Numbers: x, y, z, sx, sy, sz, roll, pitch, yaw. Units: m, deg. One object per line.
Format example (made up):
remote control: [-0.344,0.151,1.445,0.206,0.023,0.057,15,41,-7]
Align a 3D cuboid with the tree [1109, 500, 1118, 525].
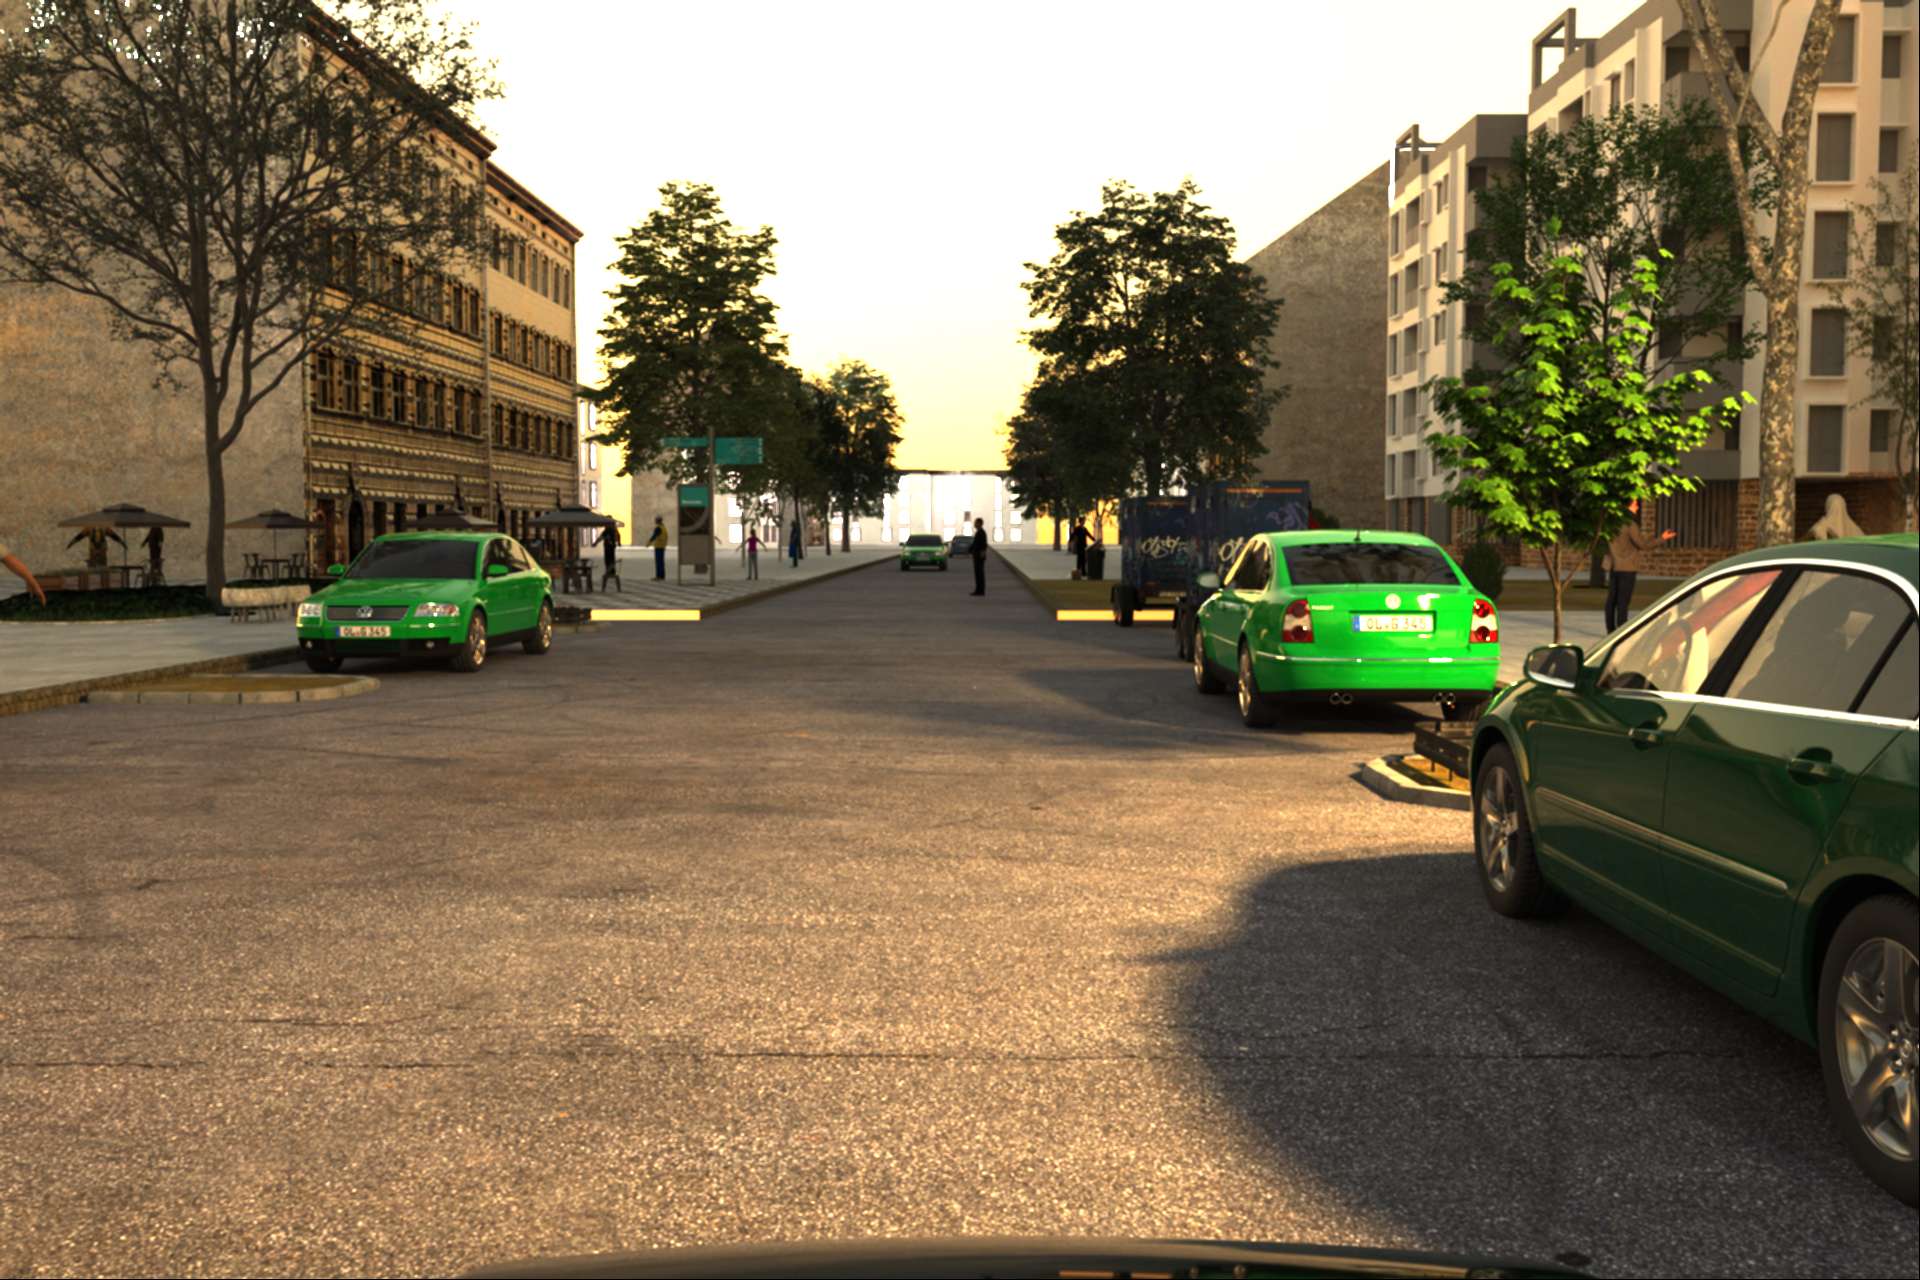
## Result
tree: [22.966,-18.754,224.747,7.486,12.596,7.792,0,3,0]

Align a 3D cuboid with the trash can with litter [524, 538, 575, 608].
trash can with litter: [-6.990,-1.108,29.172,1.678,1.210,2.233,0,4,1]

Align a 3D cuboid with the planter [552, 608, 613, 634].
planter: [-6.284,-0.290,25.880,1.991,0.319,1.994,0,4,1]

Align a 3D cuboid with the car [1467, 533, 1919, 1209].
car: [2.916,0.410,5.089,2.131,1.459,4.920,0,4,0]

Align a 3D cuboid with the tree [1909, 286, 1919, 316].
tree: [28.693,-8.065,42.225,12.009,13.543,11.850,0,3,0]

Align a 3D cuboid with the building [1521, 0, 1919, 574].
building: [26.403,-12.687,63.856,16.016,20.090,11.380,0,4,0]

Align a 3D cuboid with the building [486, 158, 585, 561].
building: [-28.662,-15.130,78.308,19.493,23.208,18.063,0,4,0]

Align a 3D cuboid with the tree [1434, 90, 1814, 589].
tree: [15.321,-7.036,40.787,9.928,11.665,9.643,0,3,0]

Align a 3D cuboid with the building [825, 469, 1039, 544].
building: [-3.935,-17.063,223.587,28.070,9.664,9.099,0,4,6]

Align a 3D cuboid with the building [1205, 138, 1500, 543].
building: [25.553,-16.804,105.667,19.493,23.208,18.063,0,4,0]

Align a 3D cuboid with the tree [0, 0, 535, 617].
tree: [-11.581,-7.129,26.924,12.009,13.543,11.850,0,3,0]

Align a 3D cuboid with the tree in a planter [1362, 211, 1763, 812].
tree in a planter: [3.343,-0.760,9.648,1.991,3.239,1.994,0,4,0]

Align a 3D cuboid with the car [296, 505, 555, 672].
car: [-5.845,-0.645,19.349,1.959,1.807,4.718,0,4,1]

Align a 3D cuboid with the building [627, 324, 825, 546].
building: [-24.817,-21.855,188.263,19.493,23.208,18.063,0,4,1]

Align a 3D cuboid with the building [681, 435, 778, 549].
building: [-21.201,-13.317,159.873,9.099,9.664,28.070,0,3,0]

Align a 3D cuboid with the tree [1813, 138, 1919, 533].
tree: [18.038,-5.067,33.215,4.360,8.622,3.978,0,3,0]

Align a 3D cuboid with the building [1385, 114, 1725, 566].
building: [25.509,-13.754,81.299,16.016,20.090,11.380,0,4,1]

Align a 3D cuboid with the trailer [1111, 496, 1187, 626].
trailer: [3.158,-1.274,27.877,1.471,1.999,3.904,0,4,-1]

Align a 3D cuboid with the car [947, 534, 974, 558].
car: [0.178,-5.796,106.766,2.014,1.417,4.499,0,3,0]

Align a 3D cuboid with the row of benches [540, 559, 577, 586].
row of benches: [-11.303,-1.646,42.371,4.104,0.672,1.422,-1,4,-17]

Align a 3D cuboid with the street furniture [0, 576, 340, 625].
street furniture: [-11.625,-0.837,29.313,5.734,0.657,10.072,1,4,10]

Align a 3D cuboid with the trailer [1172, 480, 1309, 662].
trailer: [3.231,-0.813,20.342,1.471,1.999,3.904,0,4,0]

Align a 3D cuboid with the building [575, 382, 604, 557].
building: [-25.514,-9.803,102.426,9.099,9.664,28.070,0,4,1]

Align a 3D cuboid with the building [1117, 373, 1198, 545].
building: [27.702,-20.208,196.856,16.747,18.905,31.486,0,4,0]

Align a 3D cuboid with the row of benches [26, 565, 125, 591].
row of benches: [-16.389,-1.027,32.252,1.422,0.672,4.104,-1,4,-12]

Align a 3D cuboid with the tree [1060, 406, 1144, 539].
tree: [6.761,-8.387,87.492,4.360,8.622,3.978,0,3,0]

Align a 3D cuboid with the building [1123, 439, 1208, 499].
building: [21.275,-13.751,166.983,9.099,9.664,28.070,0,4,0]

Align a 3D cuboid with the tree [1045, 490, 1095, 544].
tree: [14.695,-18.885,226.893,7.486,12.596,7.792,0,3,0]

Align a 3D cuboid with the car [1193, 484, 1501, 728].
car: [2.999,-0.329,14.167,1.959,1.807,4.718,0,4,0]

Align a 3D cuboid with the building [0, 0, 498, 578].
building: [-27.923,-13.939,58.834,19.493,23.208,18.063,0,4,1]

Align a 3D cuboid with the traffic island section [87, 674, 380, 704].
traffic island section: [-6.388,0.443,15.627,1.991,0.108,1.994,0,4,1]

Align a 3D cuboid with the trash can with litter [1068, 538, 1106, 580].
trash can with litter: [3.558,-2.275,48.590,1.055,1.170,0.624,0,4,-1]

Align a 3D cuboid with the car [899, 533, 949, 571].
car: [-1.420,-3.677,68.910,1.959,1.807,4.718,0,4,1]
